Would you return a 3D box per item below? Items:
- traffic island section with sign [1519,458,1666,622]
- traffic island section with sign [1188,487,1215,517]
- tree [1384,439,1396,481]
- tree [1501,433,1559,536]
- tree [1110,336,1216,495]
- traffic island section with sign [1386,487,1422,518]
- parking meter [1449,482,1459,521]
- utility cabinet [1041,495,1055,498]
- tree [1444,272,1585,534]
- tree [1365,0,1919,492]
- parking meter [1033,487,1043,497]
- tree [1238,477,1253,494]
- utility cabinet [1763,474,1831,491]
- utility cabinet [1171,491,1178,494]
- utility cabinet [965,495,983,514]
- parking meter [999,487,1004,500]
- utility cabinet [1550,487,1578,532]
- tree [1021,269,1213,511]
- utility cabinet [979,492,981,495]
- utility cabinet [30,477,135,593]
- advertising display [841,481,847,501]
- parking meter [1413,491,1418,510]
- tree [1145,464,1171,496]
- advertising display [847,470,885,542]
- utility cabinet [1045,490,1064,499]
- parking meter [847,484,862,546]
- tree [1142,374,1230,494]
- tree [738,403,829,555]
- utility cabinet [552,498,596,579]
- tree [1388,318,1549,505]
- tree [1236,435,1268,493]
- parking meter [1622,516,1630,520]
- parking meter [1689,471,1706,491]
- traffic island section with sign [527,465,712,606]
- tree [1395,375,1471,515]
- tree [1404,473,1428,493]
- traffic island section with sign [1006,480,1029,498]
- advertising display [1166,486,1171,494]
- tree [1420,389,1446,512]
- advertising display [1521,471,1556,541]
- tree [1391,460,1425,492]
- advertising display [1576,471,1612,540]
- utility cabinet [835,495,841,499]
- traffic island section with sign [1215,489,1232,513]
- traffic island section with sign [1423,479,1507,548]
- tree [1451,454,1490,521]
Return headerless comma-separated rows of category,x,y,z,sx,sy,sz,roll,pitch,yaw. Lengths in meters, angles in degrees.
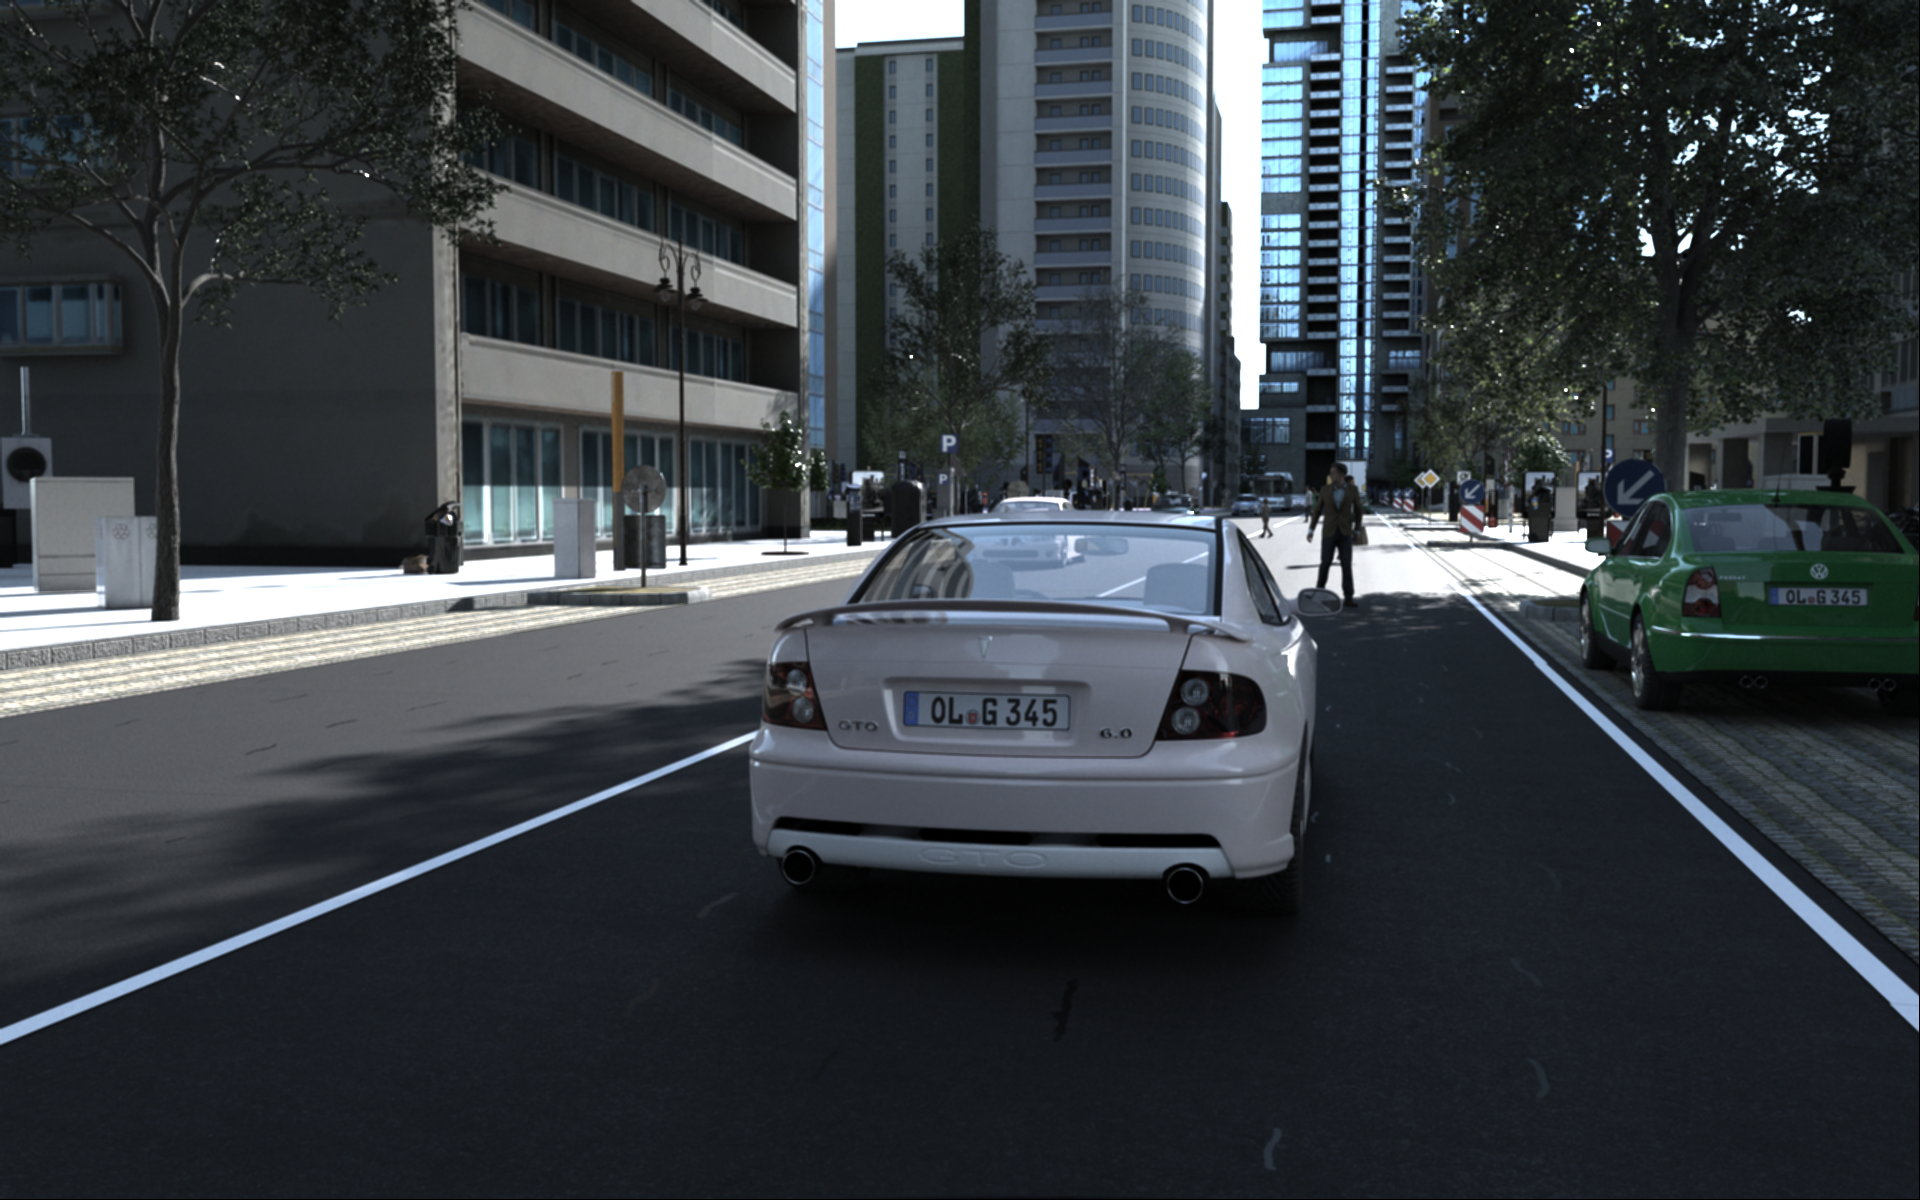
traffic island section with sign,7.554,-0.696,20.011,1.989,1.847,2.006,1,4,13
traffic island section with sign,13.994,-5.810,103.618,1.989,1.847,2.006,1,4,13
tree,56.894,-16.750,224.224,4.737,8.622,4.395,0,3,0
tree,17.588,-3.564,52.868,1.663,3.219,1.824,0,3,0
tree,13.380,-11.568,114.888,9.928,11.665,9.643,0,3,0
traffic island section with sign,26.274,-5.710,101.993,1.989,1.847,2.006,1,4,13
parking meter,23.177,-4.621,81.270,0.399,1.863,0.255,-2,4,-29
utility cabinet,4.033,-4.418,83.403,1.020,1.237,0.306,2,4,25
tree,18.162,-6.465,56.069,4.360,8.622,3.978,0,3,0
tree,11.495,-7.392,27.522,9.857,13.997,8.962,0,3,0
parking meter,2.987,-3.545,66.376,0.372,1.533,0.369,0,3,0
tree,33.146,-12.670,201.751,1.663,3.219,1.824,0,3,0
utility cabinet,9.340,-0.654,19.376,1.173,1.500,0.318,-3,5,-44
utility cabinet,18.057,-8.521,148.000,1.173,1.500,0.318,-2,4,-26
utility cabinet,0.940,-6.116,111.162,1.020,1.237,0.306,-1,4,-14
parking meter,3.371,-8.157,139.085,0.255,1.863,0.399,-3,5,-39
utility cabinet,19.820,-2.975,57.322,1.173,1.500,0.318,0,4,-1
tree,8.481,-11.238,94.107,12.009,13.543,11.850,0,3,0
utility cabinet,1.294,-8.830,153.048,1.173,1.500,0.318,-3,4,-36
utility cabinet,-11.459,-0.854,22.649,1.173,1.500,0.318,-3,5,-40
advertising display,-5.337,-4.783,83.409,0.974,1.923,0.123,2,4,35
parking meter,36.783,-8.036,139.795,0.372,1.533,0.369,0,3,0
tree,12.678,-6.987,108.843,1.663,3.219,1.824,0,3,0
advertising display,-2.492,-2.534,46.642,0.974,1.923,0.123,-1,4,-22
utility cabinet,5.150,-5.280,95.005,0.318,1.500,1.173,-3,5,-44
parking meter,-2.611,-2.101,42.757,0.372,1.533,0.369,0,3,0
tree,15.701,-11.532,122.967,7.601,10.594,8.767,1,4,17
tree,-3.634,-2.580,36.779,1.663,3.219,1.824,0,3,0
utility cabinet,-5.909,-0.943,26.574,0.306,1.237,1.020,-2,4,-35
tree,27.134,-9.675,92.604,8.767,10.594,7.601,1,4,17
tree,35.550,-15.898,210.300,4.737,8.622,4.395,0,3,0
parking meter,30.309,-4.302,78.746,0.372,1.533,0.369,0,3,0
parking meter,18.883,-2.364,44.364,0.399,1.863,0.255,1,4,20
traffic island section with sign,-4.404,-0.881,23.032,1.989,1.847,2.006,1,4,13
tree,29.722,-9.559,106.654,4.737,8.622,4.395,0,3,0
tree,41.445,-9.951,157.299,1.663,3.219,1.824,0,3,0
traffic island section with sign,1.601,-2.488,49.312,1.989,1.847,2.006,1,4,13
advertising display,15.994,-7.868,133.851,0.123,1.923,0.974,3,5,40
tree,33.956,-10.398,120.369,4.360,8.622,3.978,0,3,0
advertising display,15.897,-2.592,47.593,0.974,1.923,0.123,-1,4,-13
tree,43.225,-11.199,166.815,4.285,4.588,4.351,0,3,0
advertising display,17.521,-2.610,47.881,0.123,1.923,0.974,-3,5,-44
utility cabinet,-8.294,-6.336,114.754,1.020,1.237,0.306,-2,4,-29
traffic island section with sign,20.034,-7.422,129.978,1.989,1.847,2.006,1,4,13
traffic island section with sign,13.643,-2.329,46.701,1.989,1.847,2.006,1,4,13
tree,24.381,-5.402,82.921,1.663,3.219,1.824,0,3,0
